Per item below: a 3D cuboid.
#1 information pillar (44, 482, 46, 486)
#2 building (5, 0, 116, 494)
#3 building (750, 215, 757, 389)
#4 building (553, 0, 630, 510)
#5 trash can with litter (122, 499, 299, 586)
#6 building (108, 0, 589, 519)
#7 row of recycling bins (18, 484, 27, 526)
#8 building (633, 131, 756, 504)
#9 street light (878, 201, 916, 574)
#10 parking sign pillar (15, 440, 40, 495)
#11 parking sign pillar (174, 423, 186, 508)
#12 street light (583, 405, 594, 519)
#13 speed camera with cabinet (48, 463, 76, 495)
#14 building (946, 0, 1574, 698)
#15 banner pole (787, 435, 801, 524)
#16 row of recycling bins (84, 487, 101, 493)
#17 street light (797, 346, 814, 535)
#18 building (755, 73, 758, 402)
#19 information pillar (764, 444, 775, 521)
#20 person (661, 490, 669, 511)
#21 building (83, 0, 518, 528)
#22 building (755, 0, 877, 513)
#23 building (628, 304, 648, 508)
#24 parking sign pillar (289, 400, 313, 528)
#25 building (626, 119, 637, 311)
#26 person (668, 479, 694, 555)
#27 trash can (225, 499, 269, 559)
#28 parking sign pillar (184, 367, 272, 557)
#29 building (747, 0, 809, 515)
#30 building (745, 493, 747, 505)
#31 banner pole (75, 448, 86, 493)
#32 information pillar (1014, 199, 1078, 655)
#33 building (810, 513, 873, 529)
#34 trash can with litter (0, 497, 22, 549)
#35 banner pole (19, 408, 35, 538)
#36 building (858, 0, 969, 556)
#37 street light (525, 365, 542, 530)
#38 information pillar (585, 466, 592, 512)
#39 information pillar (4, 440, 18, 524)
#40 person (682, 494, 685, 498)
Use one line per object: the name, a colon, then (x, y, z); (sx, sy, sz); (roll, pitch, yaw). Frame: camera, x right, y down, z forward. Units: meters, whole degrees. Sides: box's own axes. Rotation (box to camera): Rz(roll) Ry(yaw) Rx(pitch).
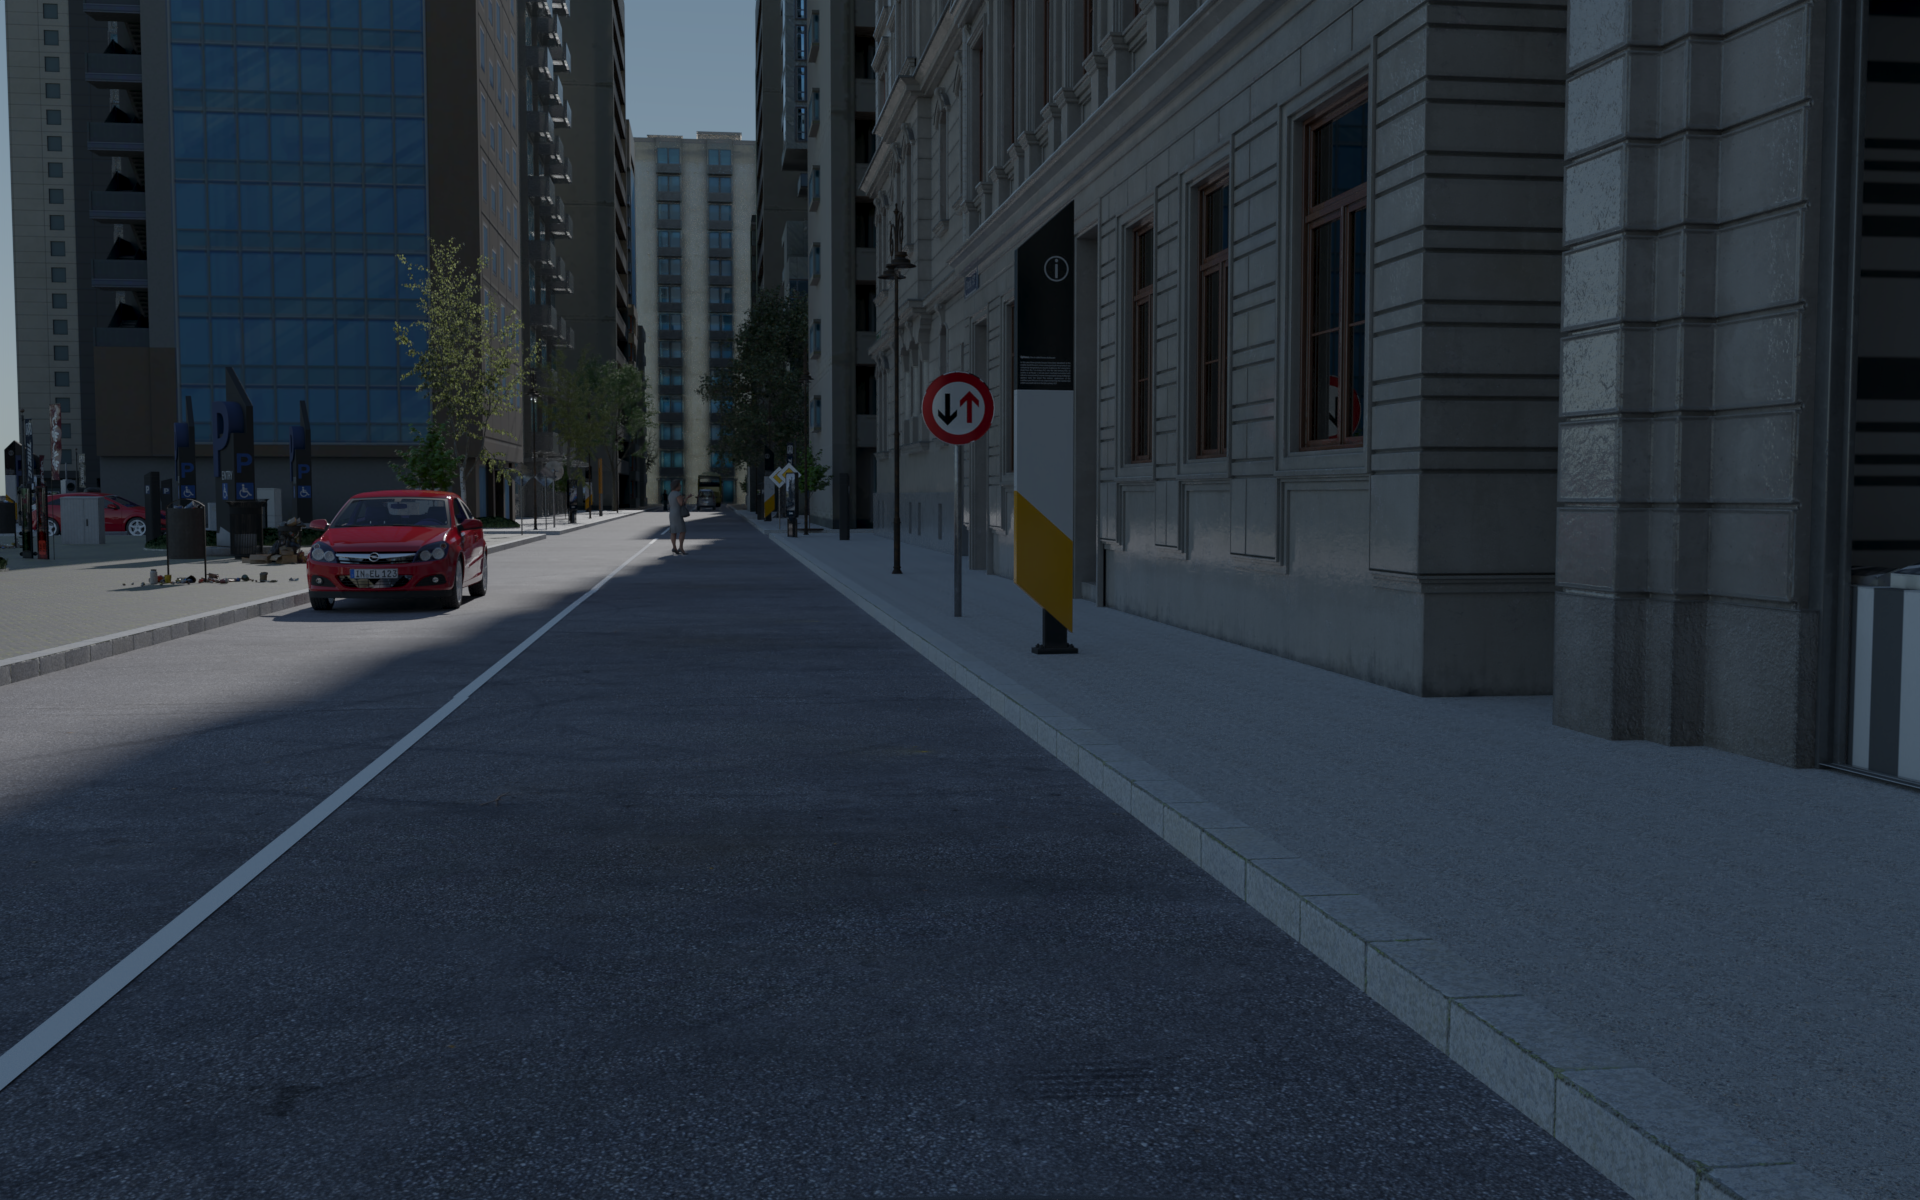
information pillar: (-53.634, -5.919, 101.268); (0.304, 2.012, 0.304); (0, 4, 1)
building: (-89.866, -46.051, 191.183); (20.611, 71.187, 20.563); (-1, 4, -8)
building: (-14.927, -25.083, 181.813); (14.160, 30.474, 14.107); (-1, 4, -8)
building: (-39.098, -31.856, 144.555); (21.300, 48.544, 21.600); (-1, 4, -8)
trash can with litter: (-10.787, -0.855, 25.040); (2.233, 1.210, 1.678); (-1, 4, -14)
building: (-34.523, -29.409, 100.443); (23.786, 49.044, 30.456); (-1, 4, -8)
row of recycling bins: (-38.202, -3.932, 71.403); (1.069, 1.692, 3.534); (-2, 4, -25)
building: (-32.103, -37.431, 231.610); (30.456, 49.044, 23.786); (-1, 4, -8)
street light: (-1.012, -3.358, 27.690); (0.468, 5.910, 1.993); (-1, 4, -8)
parking sign pillar: (-46.780, -6.014, 86.794); (1.447, 3.967, 1.447); (0, 4, 7)
parking sign pillar: (-20.988, -3.578, 46.971); (1.447, 3.967, 1.447); (-2, 4, -27)
street light: (-19.289, -7.179, 90.158); (0.468, 5.910, 1.993); (-1, 4, -8)
speed camera with cabinet: (-56.736, -7.008, 108.918); (0.660, 3.252, 2.038); (2, 4, 32)
building: (6.432, -11.278, 20.549); (11.583, 22.565, 21.152); (-1, 4, -8)
banner pole: (-7.170, -5.143, 74.097); (0.401, 3.779, 0.863); (-3, 5, -41)
row of recycling bins: (-54.474, -6.228, 108.943); (1.069, 1.692, 3.534); (-1, 4, -19)
street light: (-4.827, -4.977, 54.160); (0.468, 5.910, 1.993); (-1, 4, -8)
building: (-12.575, -29.556, 166.842); (14.154, 41.232, 14.086); (-1, 4, -8)
information pillar: (-8.960, -5.499, 81.262); (0.504, 3.616, 0.183); (-1, 4, -14)
person: (-25.615, -8.698, 150.721); (0.705, 1.822, 1.348); (2, 4, 34)
building: (-26.098, -25.753, 71.181); (14.600, 45.320, 14.200); (-1, 4, -8)
building: (-6.557, -32.158, 149.488); (21.300, 48.544, 21.600); (-1, 4, -8)
building: (-45.368, -19.884, 170.146); (27.650, 21.520, 28.899); (-1, 4, -8)
parking sign pillar: (-18.739, -3.719, 49.276); (1.447, 3.967, 1.447); (-2, 4, -26)
building: (-45.212, -33.751, 201.934); (14.200, 45.320, 14.600); (-1, 4, -8)
person: (-6.583, -1.968, 41.030); (0.532, 1.782, 0.716); (-3, 4, -38)
trash can: (-14.079, -1.377, 34.164); (0.748, 1.137, 0.748); (0, 3, 0)
parking sign pillar: (-15.156, -2.917, 36.168); (1.447, 3.967, 1.447); (-3, 5, -40)
building: (-3.386, -49.309, 118.879); (22.319, 86.520, 31.000); (-1, 4, -8)
building: (-8.775, -31.176, 201.603); (32.217, 40.220, 23.993); (-1, 4, -8)
banner pole: (-47.862, -6.374, 94.230); (0.863, 3.779, 0.401); (1, 4, 22)
information pillar: (0.684, -1.375, 13.831); (0.504, 3.616, 0.183); (-1, 4, -13)
building: (4.257, -27.508, 73.452); (21.600, 48.544, 21.300); (-1, 4, -8)
trash can with litter: (-23.007, -1.821, 40.831); (1.678, 1.210, 2.233); (3, 5, 41)
banner pole: (-27.216, -3.703, 50.557); (0.863, 3.779, 0.401); (3, 4, 39)
building: (5.019, -15.644, 43.174); (14.401, 28.519, 23.554); (-1, 4, -8)
street light: (-15.306, -5.473, 62.275); (0.468, 5.910, 1.993); (-1, 4, -8)
information pillar: (-26.275, -8.019, 122.458); (0.504, 3.616, 0.183); (-1, 4, -22)
information pillar: (-41.304, -5.139, 75.383); (0.504, 3.616, 0.183); (0, 4, 6)
person: (-22.514, -7.835, 139.790); (0.799, 1.438, 0.628); (0, 4, 0)
